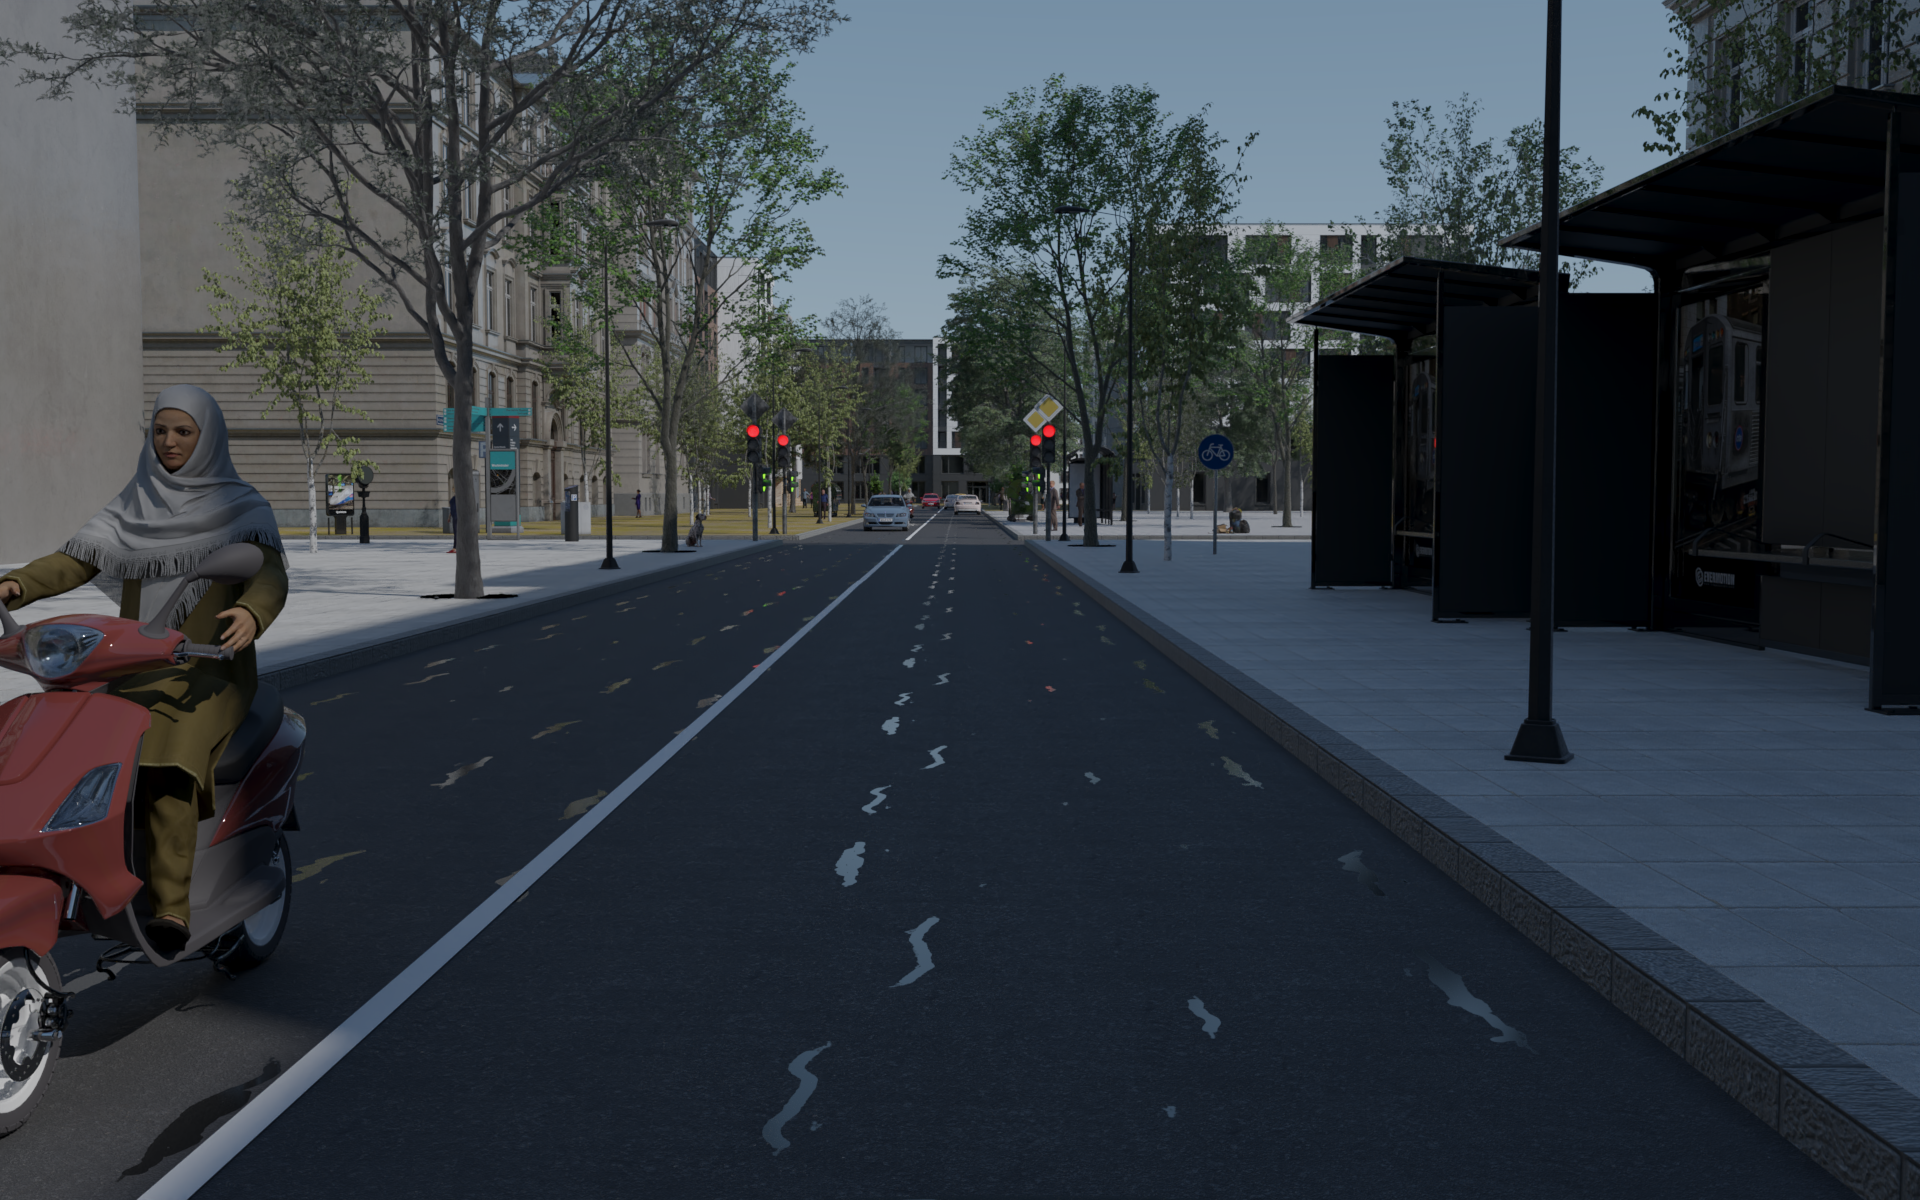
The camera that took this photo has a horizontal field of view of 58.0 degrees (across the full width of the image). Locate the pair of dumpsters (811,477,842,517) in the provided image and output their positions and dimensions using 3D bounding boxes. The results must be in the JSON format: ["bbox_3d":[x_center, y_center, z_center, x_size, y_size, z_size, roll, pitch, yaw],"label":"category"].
[{"bbox_3d":[-7.518,-5.776,96.937,1.574,2.255,4.436,0,4,0],"label":"pair of dumpsters"}]

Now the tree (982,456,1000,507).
[{"bbox_3d":[3.166,-13.567,172.179,4.360,8.622,3.978,0,3,0],"label":"tree"}]

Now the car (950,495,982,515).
[{"bbox_3d":[0.516,-6.586,120.038,2.083,1.381,4.827,0,3,0],"label":"car"}]

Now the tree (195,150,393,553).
[{"bbox_3d":[-14.029,-5.306,37.120,4.737,8.622,4.395,0,3,0],"label":"tree"}]

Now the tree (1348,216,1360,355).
[{"bbox_3d":[11.090,-5.570,41.435,4.360,8.622,3.978,0,3,0],"label":"tree"}]

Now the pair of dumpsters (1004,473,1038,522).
[{"bbox_3d":[2.879,-4.798,80.940,1.574,2.255,4.436,0,4,0],"label":"pair of dumpsters"}]

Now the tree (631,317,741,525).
[{"bbox_3d":[-11.198,-7.389,71.165,4.360,8.622,3.978,0,3,0],"label":"tree"}]

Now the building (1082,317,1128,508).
[{"bbox_3d":[22.191,-19.133,179.290,16.747,18.905,31.486,0,3,0],"label":"building"}]

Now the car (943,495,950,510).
[{"bbox_3d":[-0.549,-9.073,160.700,2.083,1.381,4.827,0,4,0],"label":"car"}]

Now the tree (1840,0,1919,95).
[{"bbox_3d":[10.872,-4.062,16.778,4.360,8.622,3.978,0,3,0],"label":"tree"}]

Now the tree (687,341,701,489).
[{"bbox_3d":[-13.199,-7.834,78.447,4.737,8.622,4.395,0,3,0],"label":"tree"}]

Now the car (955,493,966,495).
[{"bbox_3d":[0.080,-10.353,179.498,2.015,1.641,3.980,0,4,1],"label":"car"}]

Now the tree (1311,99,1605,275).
[{"bbox_3d":[23.612,-13.959,84.118,12.611,20.169,13.585,0,3,0],"label":"tree"}]

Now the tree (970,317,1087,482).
[{"bbox_3d":[4.375,-11.630,108.282,7.486,12.596,7.792,0,3,0],"label":"tree"}]

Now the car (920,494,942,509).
[{"bbox_3d":[-2.855,-9.853,170.136,2.155,1.783,4.494,0,4,-1],"label":"car"}]

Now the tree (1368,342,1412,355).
[{"bbox_3d":[29.394,-11.898,116.592,6.751,12.117,7.091,0,3,0],"label":"tree"}]

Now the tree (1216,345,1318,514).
[{"bbox_3d":[19.607,-10.687,109.139,7.601,10.594,8.767,-1,4,-15],"label":"tree"}]

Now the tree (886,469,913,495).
[{"bbox_3d":[-7.152,-13.607,206.188,4.285,4.588,4.351,0,3,0],"label":"tree"}]

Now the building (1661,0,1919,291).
[{"bbox_3d":[20.137,-13.767,22.360,12.463,27.353,25.104,0,3,0],"label":"building"}]

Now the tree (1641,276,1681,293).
[{"bbox_3d":[27.227,-7.884,63.312,8.767,10.594,7.601,-2,4,-30],"label":"tree"}]

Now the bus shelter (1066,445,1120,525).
[{"bbox_3d":[5.535,-4.880,73.712,2.014,3.302,5.546,0,4,0],"label":"bus shelter"}]

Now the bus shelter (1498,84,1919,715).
[{"bbox_3d":[5.861,-1.334,13.097,1.731,3.624,6.357,0,4,0],"label":"bus shelter"}]

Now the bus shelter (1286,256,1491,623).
[{"bbox_3d":[5.231,-1.771,20.238,1.731,3.624,6.357,0,3,0],"label":"bus shelter"}]

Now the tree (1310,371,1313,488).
[{"bbox_3d":[19.309,-8.937,96.481,4.737,8.622,4.395,0,3,0],"label":"tree"}]

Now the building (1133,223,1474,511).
[{"bbox_3d":[28.253,-18.546,147.204,27.936,21.610,32.646,0,3,0],"label":"building"}]

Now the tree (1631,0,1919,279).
[{"bbox_3d":[10.557,-4.369,21.795,4.737,8.622,4.395,0,3,0],"label":"tree"}]

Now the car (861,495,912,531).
[{"bbox_3d":[-2.877,-3.434,68.154,2.014,1.417,4.499,0,4,-1],"label":"car"}]

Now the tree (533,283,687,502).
[{"bbox_3d":[-13.010,-6.775,61.127,4.737,8.622,4.395,0,3,0],"label":"tree"}]

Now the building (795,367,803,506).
[{"bbox_3d":[-23.191,-20.268,187.809,11.380,20.091,16.016,0,3,0],"label":"building"}]

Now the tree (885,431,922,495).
[{"bbox_3d":[-6.361,-14.712,190.907,4.737,8.622,4.395,0,3,0],"label":"tree"}]

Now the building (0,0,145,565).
[{"bbox_3d":[-34.356,-13.586,26.650,34.151,26.468,19.350,0,3,0],"label":"building"}]

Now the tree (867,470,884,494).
[{"bbox_3d":[-6.936,-8.833,139.020,1.663,3.219,1.824,0,3,0],"label":"tree"}]

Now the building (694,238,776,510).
[{"bbox_3d":[-31.335,-18.534,146.999,27.936,21.610,32.646,0,3,0],"label":"building"}]

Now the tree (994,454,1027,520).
[{"bbox_3d":[2.731,-5.504,84.592,1.663,3.219,1.824,0,3,0],"label":"tree"}]

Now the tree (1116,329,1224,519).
[{"bbox_3d":[8.865,-7.611,74.803,4.360,8.622,3.978,0,3,0],"label":"tree"}]

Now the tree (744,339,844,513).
[{"bbox_3d":[-11.398,-12.016,118.515,6.751,12.117,7.091,0,3,0],"label":"tree"}]

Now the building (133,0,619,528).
[{"bbox_3d":[-25.118,-16.113,82.524,14.460,24.649,34.723,0,3,0],"label":"building"}]

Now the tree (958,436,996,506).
[{"bbox_3d":[3.469,-15.443,186.898,7.601,10.594,8.767,1,4,16],"label":"tree"}]

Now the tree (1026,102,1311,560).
[{"bbox_3d":[4.073,-5.085,33.502,4.737,8.622,4.395,0,3,0],"label":"tree"}]

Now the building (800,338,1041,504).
[{"bbox_3d":[-5.710,-24.151,238.846,32.646,21.610,27.936,0,3,0],"label":"building"}]

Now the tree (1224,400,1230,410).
[{"bbox_3d":[11.651,-8.459,88.667,4.360,8.622,3.978,0,3,0],"label":"tree"}]

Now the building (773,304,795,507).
[{"bbox_3d":[-25.110,-19.219,170.645,16.016,20.091,11.380,0,3,0],"label":"building"}]

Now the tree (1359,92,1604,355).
[{"bbox_3d":[9.690,-4.982,31.816,4.360,8.622,3.978,0,3,0],"label":"tree"}]

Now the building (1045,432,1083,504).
[{"bbox_3d":[24.912,-17.625,230.313,28.070,9.664,9.099,0,3,0],"label":"building"}]

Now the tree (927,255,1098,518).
[{"bbox_3d":[3.151,-11.354,92.295,9.857,13.997,8.962,0,3,0],"label":"tree"}]

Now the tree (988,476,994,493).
[{"bbox_3d":[3.239,-9.886,156.237,1.663,3.219,1.824,0,3,0],"label":"tree"}]

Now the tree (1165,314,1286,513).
[{"bbox_3d":[18.722,-13.057,120.136,9.857,13.997,8.962,0,3,0],"label":"tree"}]

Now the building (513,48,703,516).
[{"bbox_3d":[-24.875,-19.823,111.490,14.401,28.519,23.554,0,3,0],"label":"building"}]
